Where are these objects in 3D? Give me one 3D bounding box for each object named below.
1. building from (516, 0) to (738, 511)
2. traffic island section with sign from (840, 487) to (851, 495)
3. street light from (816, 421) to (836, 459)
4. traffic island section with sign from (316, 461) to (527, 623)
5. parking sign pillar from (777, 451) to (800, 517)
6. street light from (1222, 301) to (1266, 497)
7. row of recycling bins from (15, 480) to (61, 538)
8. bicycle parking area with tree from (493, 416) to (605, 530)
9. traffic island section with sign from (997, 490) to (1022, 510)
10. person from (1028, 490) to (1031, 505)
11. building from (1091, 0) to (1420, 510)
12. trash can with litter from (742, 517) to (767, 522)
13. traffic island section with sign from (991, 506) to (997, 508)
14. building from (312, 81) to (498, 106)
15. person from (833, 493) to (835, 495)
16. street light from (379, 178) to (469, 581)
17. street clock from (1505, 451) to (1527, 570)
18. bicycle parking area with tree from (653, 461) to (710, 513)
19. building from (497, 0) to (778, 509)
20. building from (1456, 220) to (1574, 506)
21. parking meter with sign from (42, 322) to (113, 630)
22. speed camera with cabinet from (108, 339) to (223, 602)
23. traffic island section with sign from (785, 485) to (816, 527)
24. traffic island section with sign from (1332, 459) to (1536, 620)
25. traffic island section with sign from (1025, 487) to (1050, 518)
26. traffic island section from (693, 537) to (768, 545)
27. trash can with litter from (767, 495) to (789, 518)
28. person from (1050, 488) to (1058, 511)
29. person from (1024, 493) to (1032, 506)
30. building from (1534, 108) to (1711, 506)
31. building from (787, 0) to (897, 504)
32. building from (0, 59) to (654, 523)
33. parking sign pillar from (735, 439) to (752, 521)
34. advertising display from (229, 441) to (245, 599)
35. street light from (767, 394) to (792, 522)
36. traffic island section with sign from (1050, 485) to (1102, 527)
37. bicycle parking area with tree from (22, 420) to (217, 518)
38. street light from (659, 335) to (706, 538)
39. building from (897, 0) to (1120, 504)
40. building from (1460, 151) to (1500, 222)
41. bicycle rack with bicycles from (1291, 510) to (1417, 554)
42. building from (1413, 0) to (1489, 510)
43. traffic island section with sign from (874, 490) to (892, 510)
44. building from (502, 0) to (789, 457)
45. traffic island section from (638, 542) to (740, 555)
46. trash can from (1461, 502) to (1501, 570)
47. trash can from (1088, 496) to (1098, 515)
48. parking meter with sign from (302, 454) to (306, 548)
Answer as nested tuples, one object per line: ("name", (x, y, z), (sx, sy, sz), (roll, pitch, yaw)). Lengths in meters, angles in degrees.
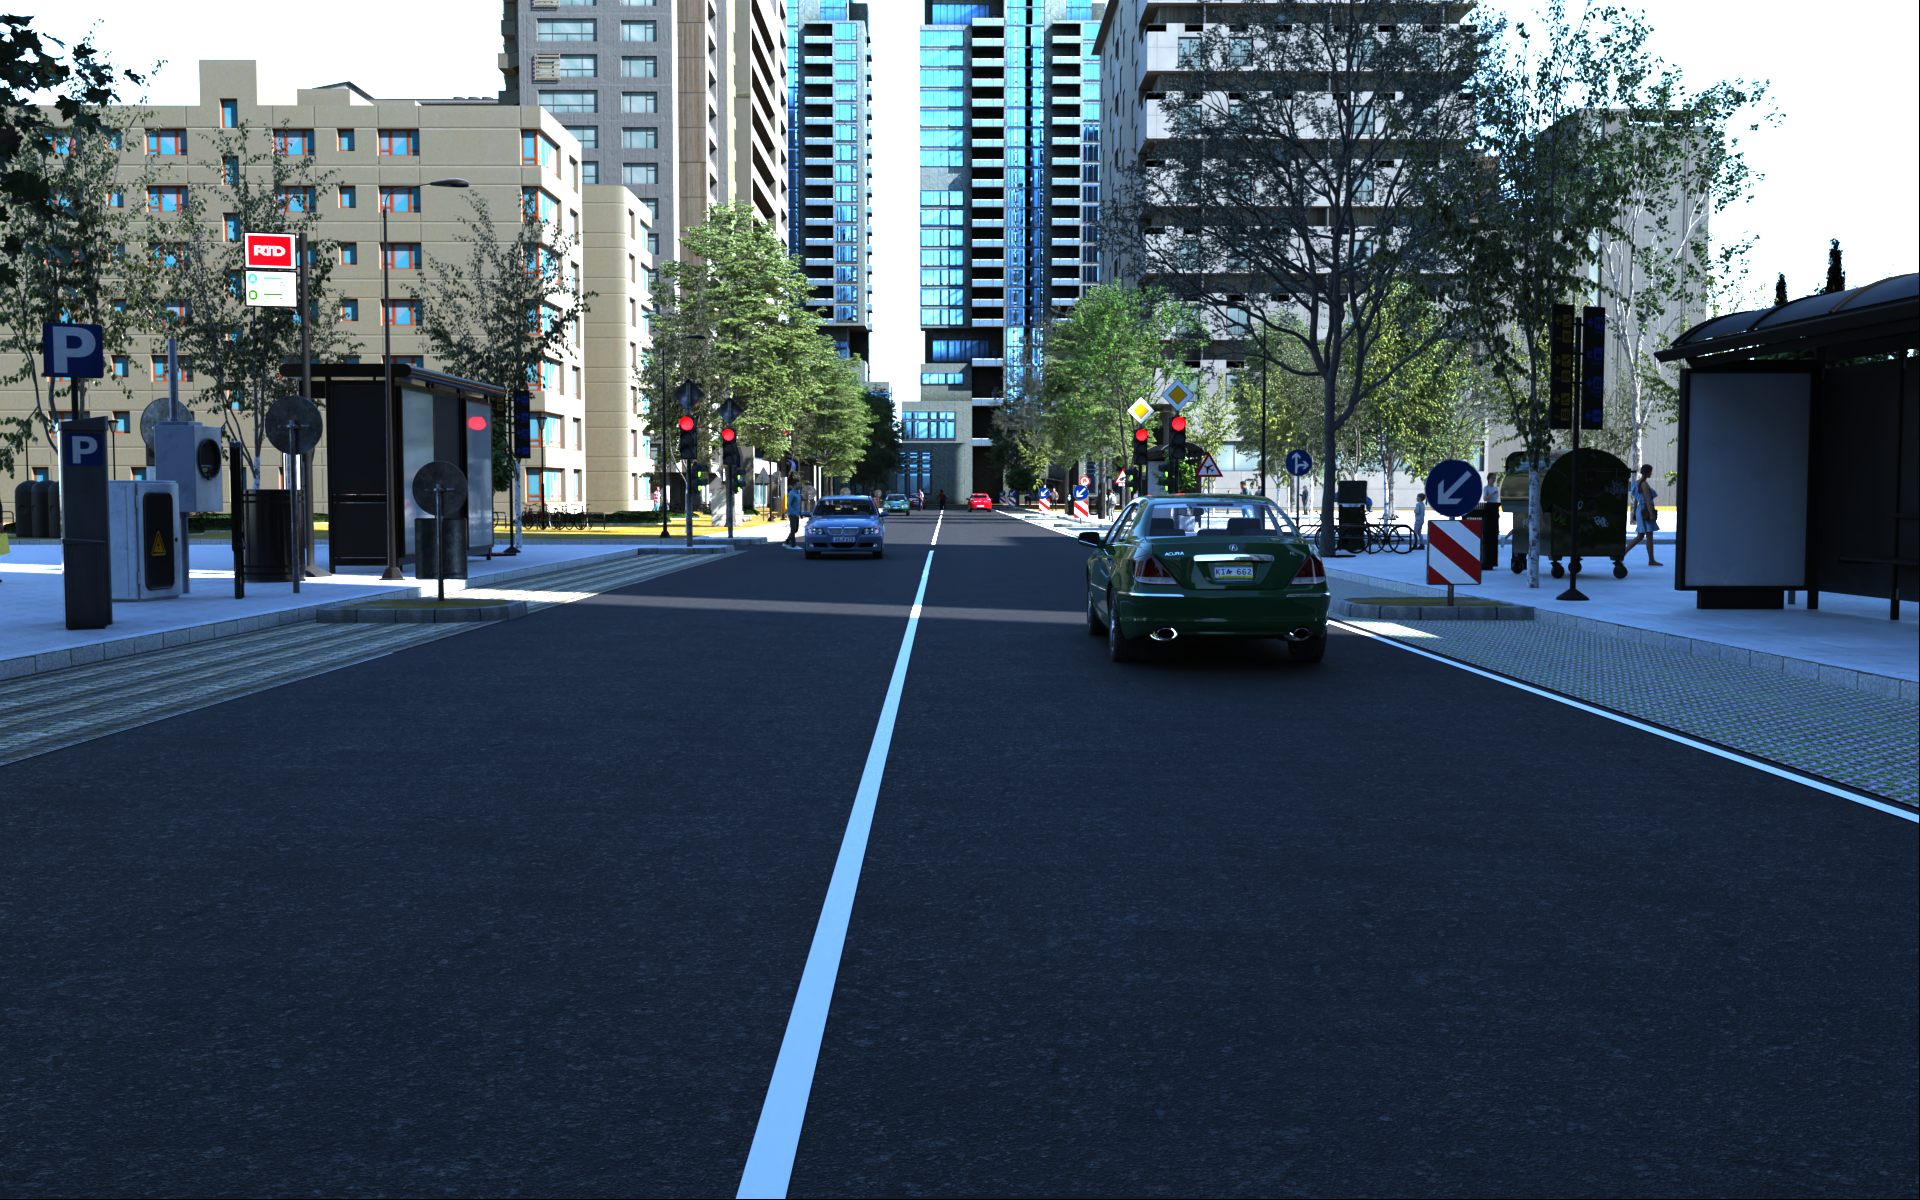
("building", (-24.852, -27.415, 131.829), (14.154, 41.232, 14.086), (0, 4, 0))
("traffic island section with sign", (-6.761, -5.779, 103.114), (1.989, 1.847, 2.006), (0, 4, 0))
("street light", (-8.598, -8.435, 110.461), (1.470, 5.913, 1.316), (0, 4, 0))
("traffic island section with sign", (-6.129, -0.699, 20.059), (1.989, 1.847, 2.006), (0, 4, 0))
("parking sign pillar", (-9.538, -6.633, 96.916), (1.447, 3.967, 1.447), (3, 5, 41))
("street light", (6.781, -4.232, 41.729), (1.470, 5.913, 1.316), (0, 4, 0))
("row of recycling bins", (-26.560, -2.687, 51.052), (3.534, 1.692, 1.069), (2, 4, 29))
("bicycle parking area with tree", (-17.382, -4.609, 62.355), (8.231, 4.147, 9.016), (-2, 4, -27))
("traffic island section with sign", (4.482, -8.826, 152.938), (1.989, 1.847, 2.006), (0, 4, 0))
("person", (7.804, -11.705, 197.956), (0.750, 1.759, 0.617), (3, 5, 40))
("building", (28.928, -36.078, 179.121), (28.713, 52.752, 27.495), (0, 4, 0))
("trash can with litter", (-10.408, -4.217, 80.006), (1.678, 1.210, 2.233), (2, 4, 33))
("traffic island section with sign", (4.277, -10.489, 180.124), (1.989, 1.847, 2.006), (0, 4, 0))
("building", (-68.042, -39.191, 230.011), (27.495, 52.752, 28.713), (0, 4, 0))
("person", (-12.174, -9.564, 163.123), (1.217, 1.736, 0.721), (0, 3, 0))
("street light", (-7.923, -3.248, 25.640), (1.470, 5.913, 1.316), (0, 4, 0))
("street clock", (9.499, -1.517, 29.378), (0.471, 2.002, 0.358), (-1, 4, -19))
("bicycle parking area with tree", (-19.080, -8.050, 118.616), (9.016, 4.147, 8.231), (1, 4, 17))
("building", (-27.497, -32.174, 149.748), (21.300, 48.544, 21.600), (0, 4, 0))
("building", (56.479, -25.359, 186.323), (14.107, 30.474, 14.160), (0, 4, 0))
("parking meter with sign", (-8.671, -1.273, 17.076), (0.543, 3.016, 1.738), (-2, 4, -29))
("speed camera with cabinet", (-9.907, -1.658, 21.452), (0.660, 3.252, 2.038), (0, 4, 5))
("traffic island section with sign", (-6.556, -4.097, 75.607), (1.989, 1.847, 2.006), (0, 4, 0))
("traffic island section with sign", (5.497, -0.724, 20.458), (1.989, 1.847, 2.006), (0, 4, 0))
("traffic island section with sign", (4.867, -5.785, 103.209), (1.989, 1.847, 2.006), (0, 4, 0))
("traffic island section", (-6.684, -1.713, 50.296), (2.009, 0.180, 2.903), (0, 4, 0))
("trash can with litter", (-9.613, -5.089, 94.258), (2.233, 1.210, 1.678), (0, 4, -5))
("person", (7.238, -7.763, 133.496), (0.617, 1.759, 0.750), (1, 4, 11))
("person", (7.020, -10.390, 179.100), (0.628, 1.438, 0.799), (2, 4, 32))
("building", (70.718, -30.779, 186.826), (14.086, 41.232, 14.154), (0, 4, 0))
("building", (-24.516, -55.882, 226.337), (31.000, 86.520, 22.319), (0, 4, 0))
("building", (-32.561, -15.088, 91.723), (27.650, 21.520, 28.899), (0, 4, 0))
("parking sign pillar", (-10.761, -5.805, 83.388), (1.447, 3.967, 1.447), (-1, 4, -18))
("advertising display", (-8.968, -0.997, 21.515), (0.123, 1.923, 0.974), (-1, 4, -21))
("street light", (-8.280, -6.608, 80.574), (1.470, 5.913, 1.316), (0, 4, 0))
("traffic island section with sign", (5.073, -4.062, 75.040), (1.989, 1.847, 2.006), (0, 4, 0))
("bicycle parking area with tree", (-35.085, -4.992, 68.614), (8.231, 4.147, 9.016), (3, 5, 40))
("street light", (-8.113, -4.778, 50.657), (1.470, 5.913, 1.316), (0, 4, 0))
("building", (6.486, -55.877, 226.264), (31.000, 86.520, 22.319), (0, 4, 0))
("building", (60.105, -35.087, 223.785), (14.200, 45.320, 14.600), (0, 4, 0))
("bicycle rack with bicycles", (8.686, -1.493, 37.795), (2.925, 0.926, 2.852), (3, 5, 44))
("building", (28.453, -34.386, 151.447), (28.713, 52.752, 27.495), (0, 4, 0))
("traffic island section with sign", (-7.136, -8.793, 152.401), (1.989, 1.847, 2.006), (0, 4, 0))
("building", (-32.393, -39.096, 181.211), (28.212, 58.520, 21.231), (0, 4, 0))
("traffic island section", (-6.623, -1.225, 42.312), (2.009, 0.180, 2.903), (0, 4, 0))
("trash can", (8.807, -1.082, 29.345), (0.748, 1.137, 0.748), (0, 3, 0))
("trash can", (8.131, -5.724, 105.243), (0.748, 1.137, 0.748), (0, 3, 0))
("parking meter with sign", (-15.824, -2.756, 41.321), (0.543, 3.016, 1.738), (-1, 4, -10))
